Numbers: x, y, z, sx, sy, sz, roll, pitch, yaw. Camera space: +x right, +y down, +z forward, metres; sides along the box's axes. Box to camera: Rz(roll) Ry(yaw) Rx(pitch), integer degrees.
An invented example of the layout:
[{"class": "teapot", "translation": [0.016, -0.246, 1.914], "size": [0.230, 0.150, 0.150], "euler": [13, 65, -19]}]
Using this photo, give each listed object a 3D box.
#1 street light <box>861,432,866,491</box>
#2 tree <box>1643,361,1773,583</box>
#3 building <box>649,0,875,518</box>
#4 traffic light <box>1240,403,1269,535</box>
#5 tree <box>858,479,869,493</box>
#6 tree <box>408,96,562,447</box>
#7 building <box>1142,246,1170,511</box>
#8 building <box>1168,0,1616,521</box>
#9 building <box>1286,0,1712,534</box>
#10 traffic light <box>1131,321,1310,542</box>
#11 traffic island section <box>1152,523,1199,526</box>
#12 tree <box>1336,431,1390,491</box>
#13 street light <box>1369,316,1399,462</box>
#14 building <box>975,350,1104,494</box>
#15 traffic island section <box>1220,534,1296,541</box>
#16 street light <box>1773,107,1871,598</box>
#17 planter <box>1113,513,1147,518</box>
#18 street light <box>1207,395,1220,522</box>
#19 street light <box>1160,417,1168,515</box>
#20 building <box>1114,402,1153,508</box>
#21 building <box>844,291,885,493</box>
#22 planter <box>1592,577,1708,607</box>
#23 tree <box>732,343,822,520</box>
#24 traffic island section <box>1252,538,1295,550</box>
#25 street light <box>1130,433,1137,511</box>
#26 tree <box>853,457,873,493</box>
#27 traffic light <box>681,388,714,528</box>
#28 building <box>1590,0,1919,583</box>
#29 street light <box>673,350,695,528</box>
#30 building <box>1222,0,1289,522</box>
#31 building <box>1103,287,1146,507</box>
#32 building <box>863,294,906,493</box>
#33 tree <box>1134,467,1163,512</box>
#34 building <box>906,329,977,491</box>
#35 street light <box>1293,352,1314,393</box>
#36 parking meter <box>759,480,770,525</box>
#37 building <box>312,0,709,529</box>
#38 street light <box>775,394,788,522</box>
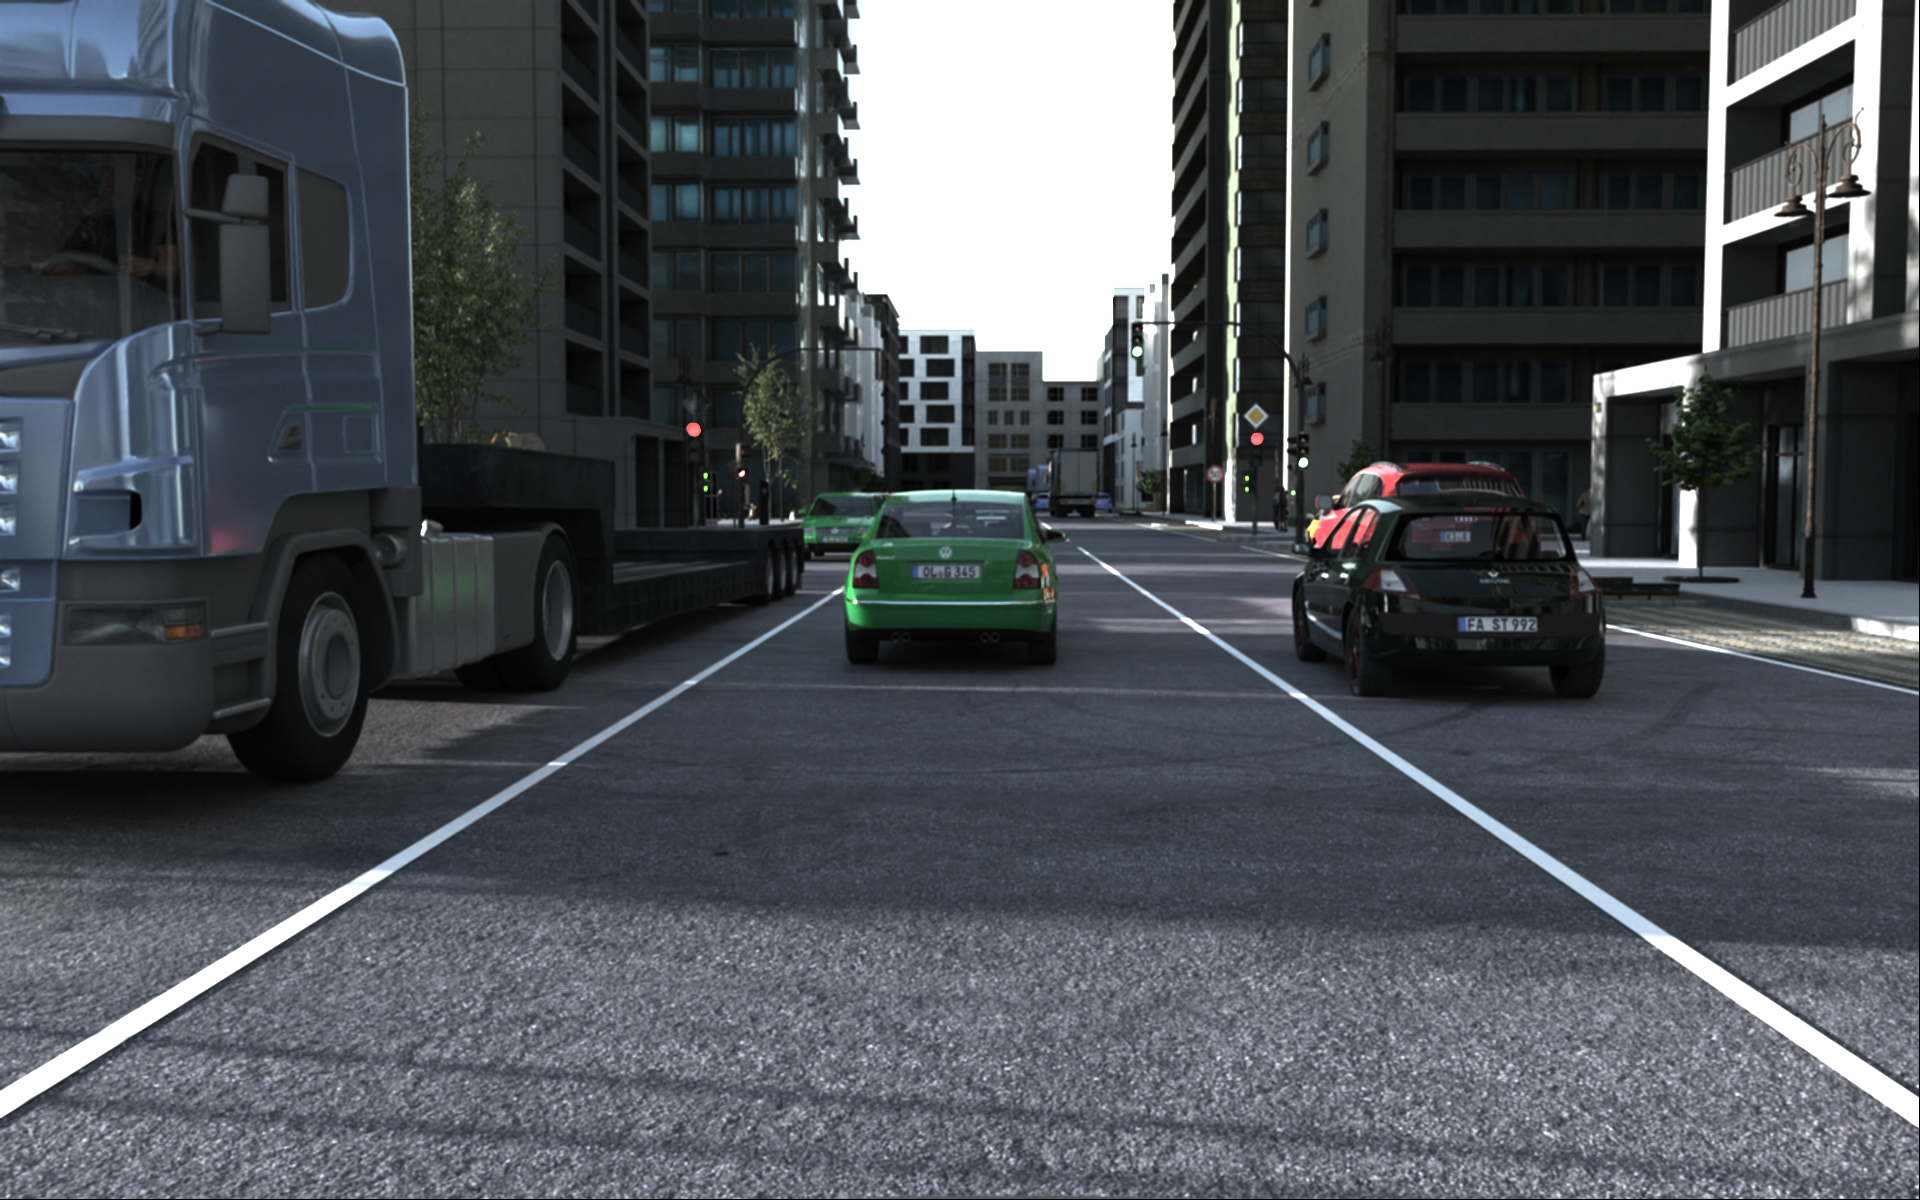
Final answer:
[{"class": "street light", "translation": [-7.224, -9.508, 128.243], "size": [0.468, 5.910, 1.993], "euler": [0, 4, 1]}, {"class": "tree", "translation": [10.754, -1.879, 25.319], "size": [1.663, 3.219, 1.824], "euler": [0, 3, 0]}, {"class": "building", "translation": [-17.571, -29.542, 102.626], "size": [23.786, 49.044, 30.456], "euler": [0, 4, 1]}, {"class": "traffic light", "translation": [9.128, -3.959, 53.645], "size": [0.839, 4.253, 0.868], "euler": [0, 4, 1]}, {"class": "tree", "translation": [-7.188, -8.505, 133.655], "size": [1.663, 3.219, 1.824], "euler": [0, 3, 0]}, {"class": "tree", "translation": [-9.673, -5.019, 32.428], "size": [4.737, 8.622, 4.395], "euler": [0, 3, 0]}, {"class": "building", "translation": [22.647, -17.154, 136.885], "size": [16.016, 20.091, 11.380], "euler": [0, 4, 1]}, {"class": "building", "translation": [24.218, -29.312, 102.946], "size": [21.300, 48.544, 21.600], "euler": [0, 4, 1]}, {"class": "building", "translation": [23.409, -26.910, 63.674], "size": [21.600, 48.544, 21.300], "euler": [0, 4, 1]}, {"class": "traffic light", "translation": [6.854, -4.336, 45.567], "size": [4.771, 5.953, 1.251], "euler": [0, 4, 1]}, {"class": "traffic island section", "translation": [9.716, -3.398, 78.416], "size": [1.991, 0.108, 1.994], "euler": [0, 4, 1]}, {"class": "tree", "translation": [12.174, -3.565, 52.890], "size": [1.663, 3.219, 1.824], "euler": [0, 3, 0]}, {"class": "street light", "translation": [11.002, -4.422, 45.086], "size": [0.468, 5.910, 1.993], "euler": [0, 4, 1]}, {"class": "building", "translation": [17.742, -21.722, 221.612], "size": [31.486, 18.905, 16.747], "euler": [0, 4, 1]}, {"class": "traffic island section", "translation": [9.168, -1.925, 53.758], "size": [2.009, 0.180, 2.903], "euler": [0, 4, 1]}, {"class": "street light", "translation": [10.502, -2.964, 21.253], "size": [0.468, 5.910, 1.993], "euler": [0, 4, 1]}, {"class": "planter", "translation": [10.334, -5.150, 105.347], "size": [1.991, 0.319, 1.994], "euler": [0, 4, 1]}, {"class": "street light", "translation": [11.779, -6.594, 80.607], "size": [0.468, 5.910, 1.993], "euler": [0, 4, 1]}, {"class": "street light", "translation": [12.318, -8.058, 104.542], "size": [0.468, 5.910, 1.993], "euler": [0, 4, 1]}, {"class": "building", "translation": [19.442, -13.152, 157.187], "size": [9.099, 9.664, 28.070], "euler": [0, 4, 1]}, {"class": "building", "translation": [-15.577, -18.523, 159.264], "size": [16.016, 20.091, 11.380], "euler": [0, 4, 1]}, {"class": "planter", "translation": [8.467, -0.103, 22.822], "size": [1.991, 0.319, 1.994], "euler": [0, 4, 1]}, {"class": "tree", "translation": [-9.183, -8.209, 84.579], "size": [4.737, 8.622, 4.395], "euler": [0, 3, 0]}, {"class": "traffic island section", "translation": [8.987, -1.437, 45.775], "size": [2.009, 0.180, 2.903], "euler": [0, 4, 1]}, {"class": "street light", "translation": [12.879, -9.516, 128.375], "size": [0.468, 5.910, 1.993], "euler": [0, 4, 1]}, {"class": "tree", "translation": [-7.771, -8.560, 123.666], "size": [4.285, 4.588, 4.351], "euler": [0, 3, 0]}, {"class": "traffic light", "translation": [-6.990, -3.491, 46.005], "size": [0.839, 4.253, 0.868], "euler": [0, 4, 1]}, {"class": "building", "translation": [22.966, -35.769, 23.083], "size": [20.563, 71.187, 20.611], "euler": [0, 4, 1]}, {"class": "street light", "translation": [-8.819, -5.063, 55.560], "size": [0.468, 5.910, 1.993], "euler": [0, 4, 1]}, {"class": "building", "translation": [19.819, -19.187, 85.402], "size": [14.160, 30.474, 14.107], "euler": [0, 4, 1]}, {"class": "building", "translation": [29.306, -20.978, 186.957], "size": [27.936, 21.610, 32.646], "euler": [0, 4, 1]}, {"class": "building", "translation": [-23.370, -21.221, 190.943], "size": [32.646, 21.610, 27.936], "euler": [0, 4, 1]}, {"class": "tree", "translation": [13.536, -8.002, 125.440], "size": [1.663, 3.219, 1.824], "euler": [0, 3, 0]}, {"class": "building", "translation": [-14.182, -23.498, 228.161], "size": [32.646, 21.610, 27.936], "euler": [0, 4, 1]}, {"class": "street light", "translation": [11.190, -5.125, 56.581], "size": [0.468, 5.910, 1.993], "euler": [0, 4, 1]}, {"class": "parking meter", "translation": [-8.096, -4.032, 71.630], "size": [0.399, 1.863, 0.255], "euler": [-1, 4, -23]}, {"class": "building", "translation": [-20.393, -38.225, 63.237], "size": [20.563, 71.187, 20.611], "euler": [0, 4, 1]}, {"class": "street light", "translation": [-8.253, -6.571, 80.222], "size": [0.468, 5.910, 1.993], "euler": [0, 4, 1]}]
